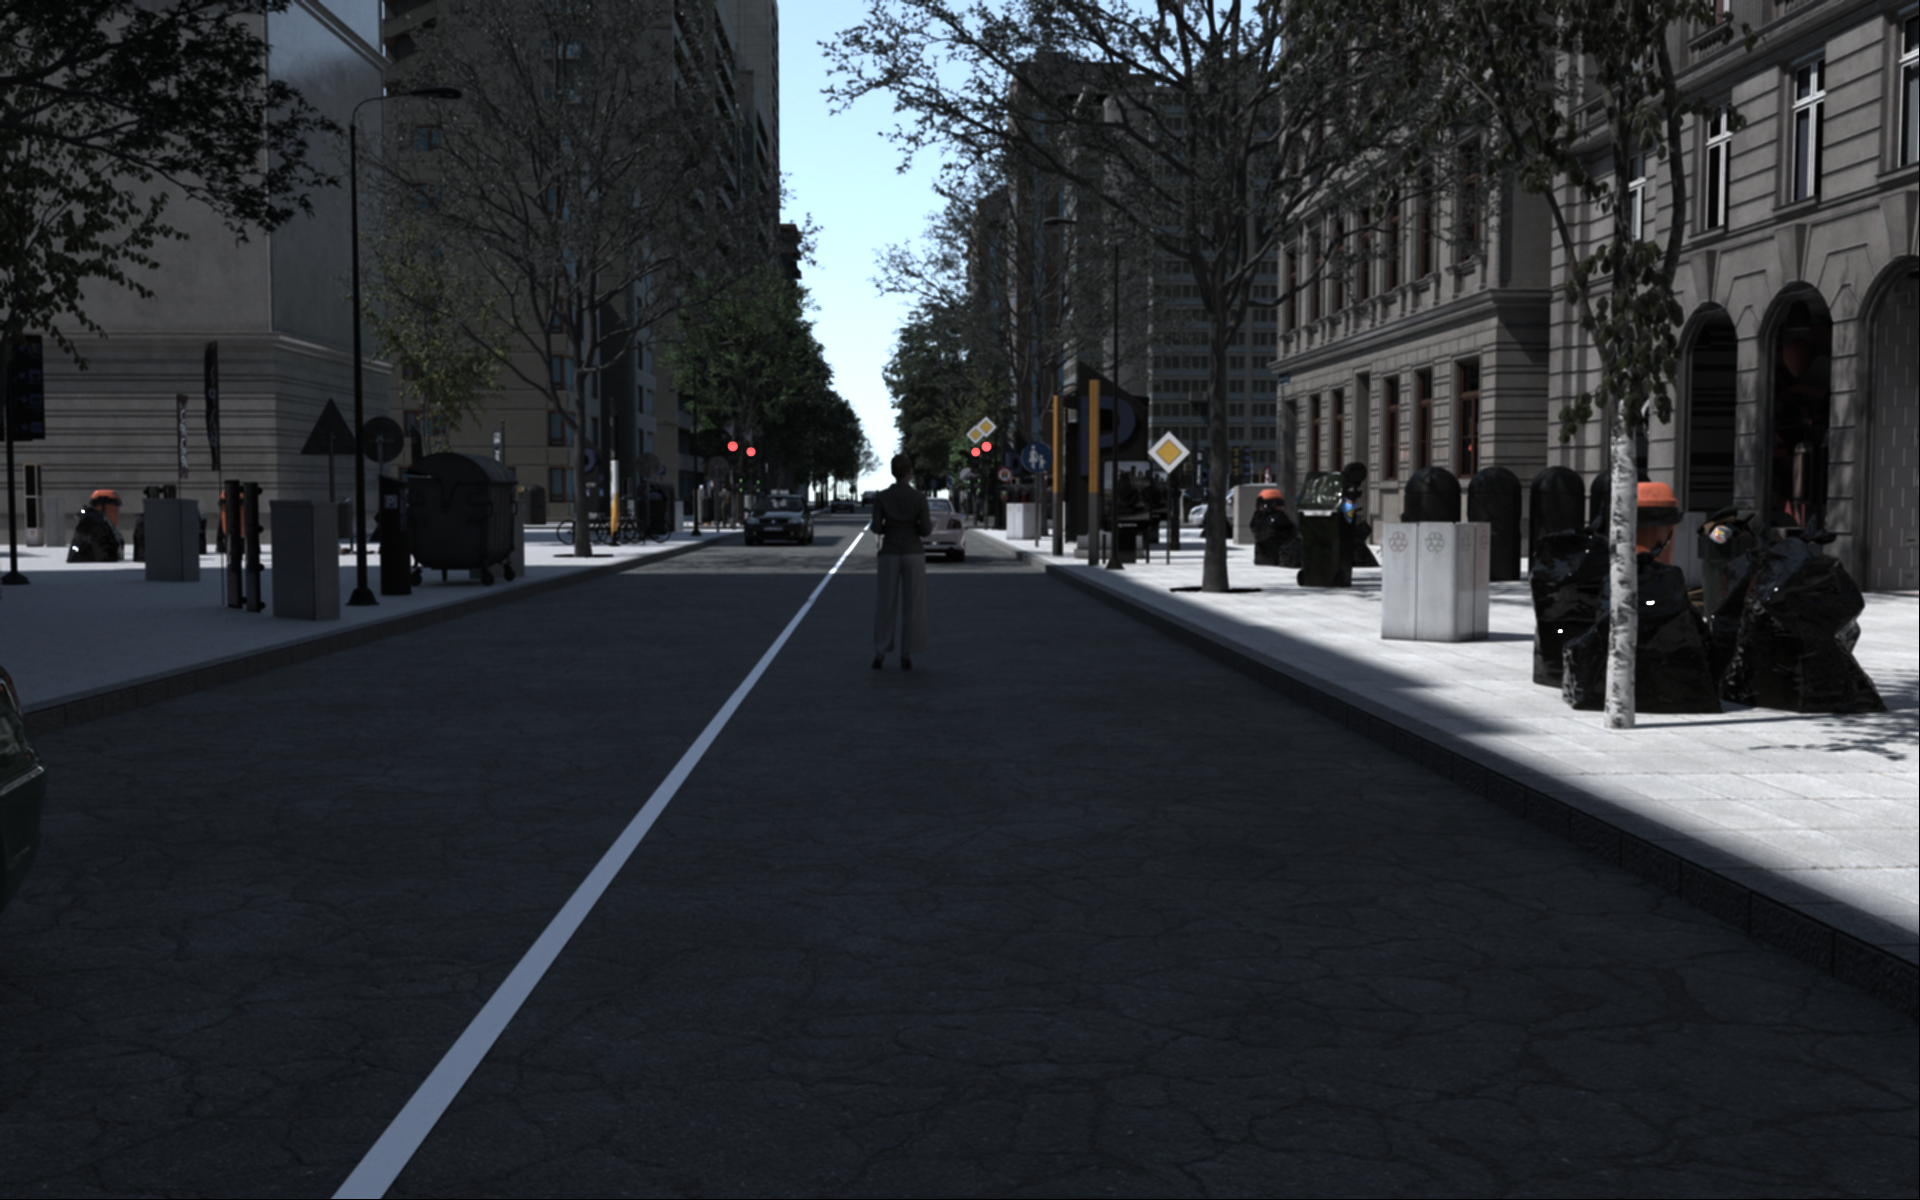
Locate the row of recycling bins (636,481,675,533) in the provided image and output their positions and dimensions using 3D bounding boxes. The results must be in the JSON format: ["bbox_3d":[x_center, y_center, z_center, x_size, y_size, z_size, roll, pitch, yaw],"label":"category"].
[{"bbox_3d":[-10.194,-3.105,57.877,1.069,1.692,3.534,0,4,-1],"label":"row of recycling bins"}]

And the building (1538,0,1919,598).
[{"bbox_3d":[17.515,-10.973,21.211,13.314,21.916,24.055,0,4,-2],"label":"building"}]

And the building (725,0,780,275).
[{"bbox_3d":[-33.847,-49.393,245.832,20.563,71.187,20.611,0,4,-2],"label":"building"}]

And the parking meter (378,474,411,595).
[{"bbox_3d":[-7.199,-0.835,22.071,0.372,1.533,0.369,0,3,0],"label":"parking meter"}]

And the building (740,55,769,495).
[{"bbox_3d":[-32.350,-34.649,190.211,21.300,48.544,21.600,0,4,-2],"label":"building"}]

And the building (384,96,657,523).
[{"bbox_3d":[-31.813,-15.023,90.669,27.650,21.520,28.899,0,4,-2],"label":"building"}]

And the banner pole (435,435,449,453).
[{"bbox_3d":[-21.713,-5.065,72.834,0.401,3.779,0.863,3,4,37],"label":"banner pole"}]

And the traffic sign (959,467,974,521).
[{"bbox_3d":[0.337,-5.041,82.528,0.768,2.556,0.104,0,3,0],"label":"traffic sign"}]

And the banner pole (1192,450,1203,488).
[{"bbox_3d":[11.945,-5.965,87.548,0.401,3.779,0.863,-3,5,-40],"label":"banner pole"}]

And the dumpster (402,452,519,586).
[{"bbox_3d":[-7.128,-1.163,24.779,1.264,1.857,1.865,0,4,-2],"label":"dumpster"}]

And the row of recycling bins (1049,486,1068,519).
[{"bbox_3d":[5.570,-4.871,86.752,1.069,1.692,3.534,-3,5,-43],"label":"row of recycling bins"}]

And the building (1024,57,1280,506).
[{"bbox_3d":[22.354,-28.544,158.570,32.217,40.220,23.993,0,4,-2],"label":"building"}]

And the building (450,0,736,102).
[{"bbox_3d":[-31.466,-32.461,154.437,21.300,48.544,21.600,0,4,-2],"label":"building"}]

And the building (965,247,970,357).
[{"bbox_3d":[12.114,-38.900,290.643,22.147,44.769,28.867,0,4,-2],"label":"building"}]

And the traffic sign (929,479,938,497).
[{"bbox_3d":[-2.220,-8.887,145.402,0.768,2.556,0.104,0,4,-1],"label":"traffic sign"}]

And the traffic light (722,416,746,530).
[{"bbox_3d":[-8.084,-4.470,62.009,0.839,4.253,0.868,0,4,-2],"label":"traffic light"}]

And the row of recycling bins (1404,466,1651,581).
[{"bbox_3d":[8.436,-1.141,25.765,3.534,1.692,1.069,1,4,9],"label":"row of recycling bins"}]

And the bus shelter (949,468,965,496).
[{"bbox_3d":[0.010,-9.958,140.448,2.179,5.291,8.768,0,4,-2],"label":"bus shelter"}]

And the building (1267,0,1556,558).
[{"bbox_3d":[15.302,-12.713,44.011,11.583,22.565,21.152,0,4,-2],"label":"building"}]

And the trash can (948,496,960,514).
[{"bbox_3d":[-0.398,-5.939,108.753,0.748,1.137,0.748,0,3,0],"label":"trash can"}]

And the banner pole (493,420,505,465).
[{"bbox_3d":[-15.633,-4.212,58.883,0.863,3.779,0.401,3,5,43],"label":"banner pole"}]

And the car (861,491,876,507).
[{"bbox_3d":[-10.198,-11.559,197.654,2.281,1.827,5.304,0,4,-2],"label":"car"}]

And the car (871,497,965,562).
[{"bbox_3d":[-0.900,-1.572,38.060,2.083,1.381,4.827,0,4,-3],"label":"car"}]

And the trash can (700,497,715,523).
[{"bbox_3d":[-10.811,-3.840,74.440,0.748,1.137,0.748,0,3,0],"label":"trash can"}]

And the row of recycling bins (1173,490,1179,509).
[{"bbox_3d":[12.728,-6.493,113.272,3.534,1.692,1.069,-2,4,-29],"label":"row of recycling bins"}]

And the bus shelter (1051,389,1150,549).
[{"bbox_3d":[3.347,-3.100,41.973,1.731,3.624,6.357,0,4,-2],"label":"bus shelter"}]

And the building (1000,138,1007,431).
[{"bbox_3d":[16.048,-33.281,198.770,22.147,44.769,28.867,0,4,-2],"label":"building"}]

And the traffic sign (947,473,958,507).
[{"bbox_3d":[-0.424,-6.386,104.517,0.768,2.556,0.104,0,4,-1],"label":"traffic sign"}]

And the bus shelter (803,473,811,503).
[{"bbox_3d":[-12.580,-8.624,134.927,2.014,3.302,5.546,0,4,-2],"label":"bus shelter"}]

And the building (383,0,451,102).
[{"bbox_3d":[-30.662,-30.890,128.745,21.300,48.544,21.600,0,4,-2],"label":"building"}]

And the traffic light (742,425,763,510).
[{"bbox_3d":[-8.397,-4.958,69.988,0.839,4.253,0.868,0,4,-2],"label":"traffic light"}]

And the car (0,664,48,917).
[{"bbox_3d":[-3.437,0.542,2.942,2.131,1.459,4.920,0,4,-2],"label":"car"}]

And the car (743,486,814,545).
[{"bbox_3d":[-5.150,-2.430,49.519,2.009,1.686,4.222,0,4,-1],"label":"car"}]

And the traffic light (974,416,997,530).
[{"bbox_3d":[0.920,-4.493,62.376,0.839,4.253,0.868,0,4,-2],"label":"traffic light"}]

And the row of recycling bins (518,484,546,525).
[{"bbox_3d":[-18.078,-4.048,73.297,1.069,1.692,3.534,-1,4,-19],"label":"row of recycling bins"}]

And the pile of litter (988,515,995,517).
[{"bbox_3d":[1.813,-5.172,98.522,1.176,0.858,1.719,-2,4,-24],"label":"pile of litter"}]

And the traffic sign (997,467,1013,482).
[{"bbox_3d":[2.075,-4.924,80.610,0.768,2.556,0.104,0,4,1],"label":"traffic sign"}]

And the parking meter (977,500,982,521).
[{"bbox_3d":[0.889,-4.501,82.009,0.372,1.533,0.369,0,3,0],"label":"parking meter"}]

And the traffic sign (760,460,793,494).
[{"bbox_3d":[-10.805,-6.526,100.574,2.265,3.308,0.079,0,4,3],"label":"traffic sign"}]

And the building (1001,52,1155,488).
[{"bbox_3d":[12.177,-32.231,177.092,14.600,45.320,14.200,0,4,-2],"label":"building"}]

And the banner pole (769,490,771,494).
[{"bbox_3d":[-11.525,-7.031,104.967,0.401,3.779,0.863,0,4,-7],"label":"banner pole"}]

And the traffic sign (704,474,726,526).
[{"bbox_3d":[-9.813,-4.249,69.470,0.884,2.594,0.081,0,4,3],"label":"traffic sign"}]

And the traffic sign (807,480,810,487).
[{"bbox_3d":[-12.353,-8.474,138.657,0.768,2.556,0.104,0,4,-1],"label":"traffic sign"}]

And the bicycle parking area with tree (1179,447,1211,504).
[{"bbox_3d":[12.578,-7.324,106.749,8.231,4.147,9.016,2,4,25],"label":"bicycle parking area with tree"}]

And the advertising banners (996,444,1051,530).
[{"bbox_3d":[2.246,-3.976,61.203,2.074,3.025,0.090,2,4,23],"label":"advertising banners"}]

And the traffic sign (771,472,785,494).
[{"bbox_3d":[-10.266,-5.965,97.632,0.768,2.556,0.104,0,4,0],"label":"traffic sign"}]

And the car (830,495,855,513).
[{"bbox_3d":[-9.027,-7.388,133.375,1.945,1.354,3.894,0,4,-2],"label":"car"}]

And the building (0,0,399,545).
[{"bbox_3d":[-27.284,-12.949,47.881,21.152,22.565,11.583,0,4,-2],"label":"building"}]

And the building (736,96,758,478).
[{"bbox_3d":[-27.658,-29.920,172.794,14.154,41.232,14.086,0,4,-2],"label":"building"}]

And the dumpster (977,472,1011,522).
[{"bbox_3d":[1.503,-4.584,77.446,1.502,2.255,1.985,0,4,-2],"label":"dumpster"}]

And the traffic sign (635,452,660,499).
[{"bbox_3d":[-9.533,-3.227,52.869,0.768,2.556,0.104,0,4,2],"label":"traffic sign"}]

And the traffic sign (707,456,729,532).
[{"bbox_3d":[-8.149,-3.556,58.252,0.768,2.556,0.104,0,4,7],"label":"traffic sign"}]

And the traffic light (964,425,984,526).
[{"bbox_3d":[0.607,-4.981,70.355,0.839,4.253,0.868,0,4,-2],"label":"traffic light"}]

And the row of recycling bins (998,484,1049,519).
[{"bbox_3d":[2.468,-3.998,72.478,1.069,1.692,3.534,2,4,25],"label":"row of recycling bins"}]

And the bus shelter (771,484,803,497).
[{"bbox_3d":[-11.758,-7.411,115.085,2.014,3.302,5.546,0,4,-2],"label":"bus shelter"}]

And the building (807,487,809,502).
[{"bbox_3d":[-33.111,-31.937,293.876,14.160,30.474,14.107,0,4,-2],"label":"building"}]

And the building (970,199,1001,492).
[{"bbox_3d":[9.298,-36.985,254.822,14.600,45.320,14.200,0,4,-2],"label":"building"}]

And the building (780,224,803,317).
[{"bbox_3d":[-36.085,-37.725,271.429,22.147,44.769,28.867,0,4,-2],"label":"building"}]
